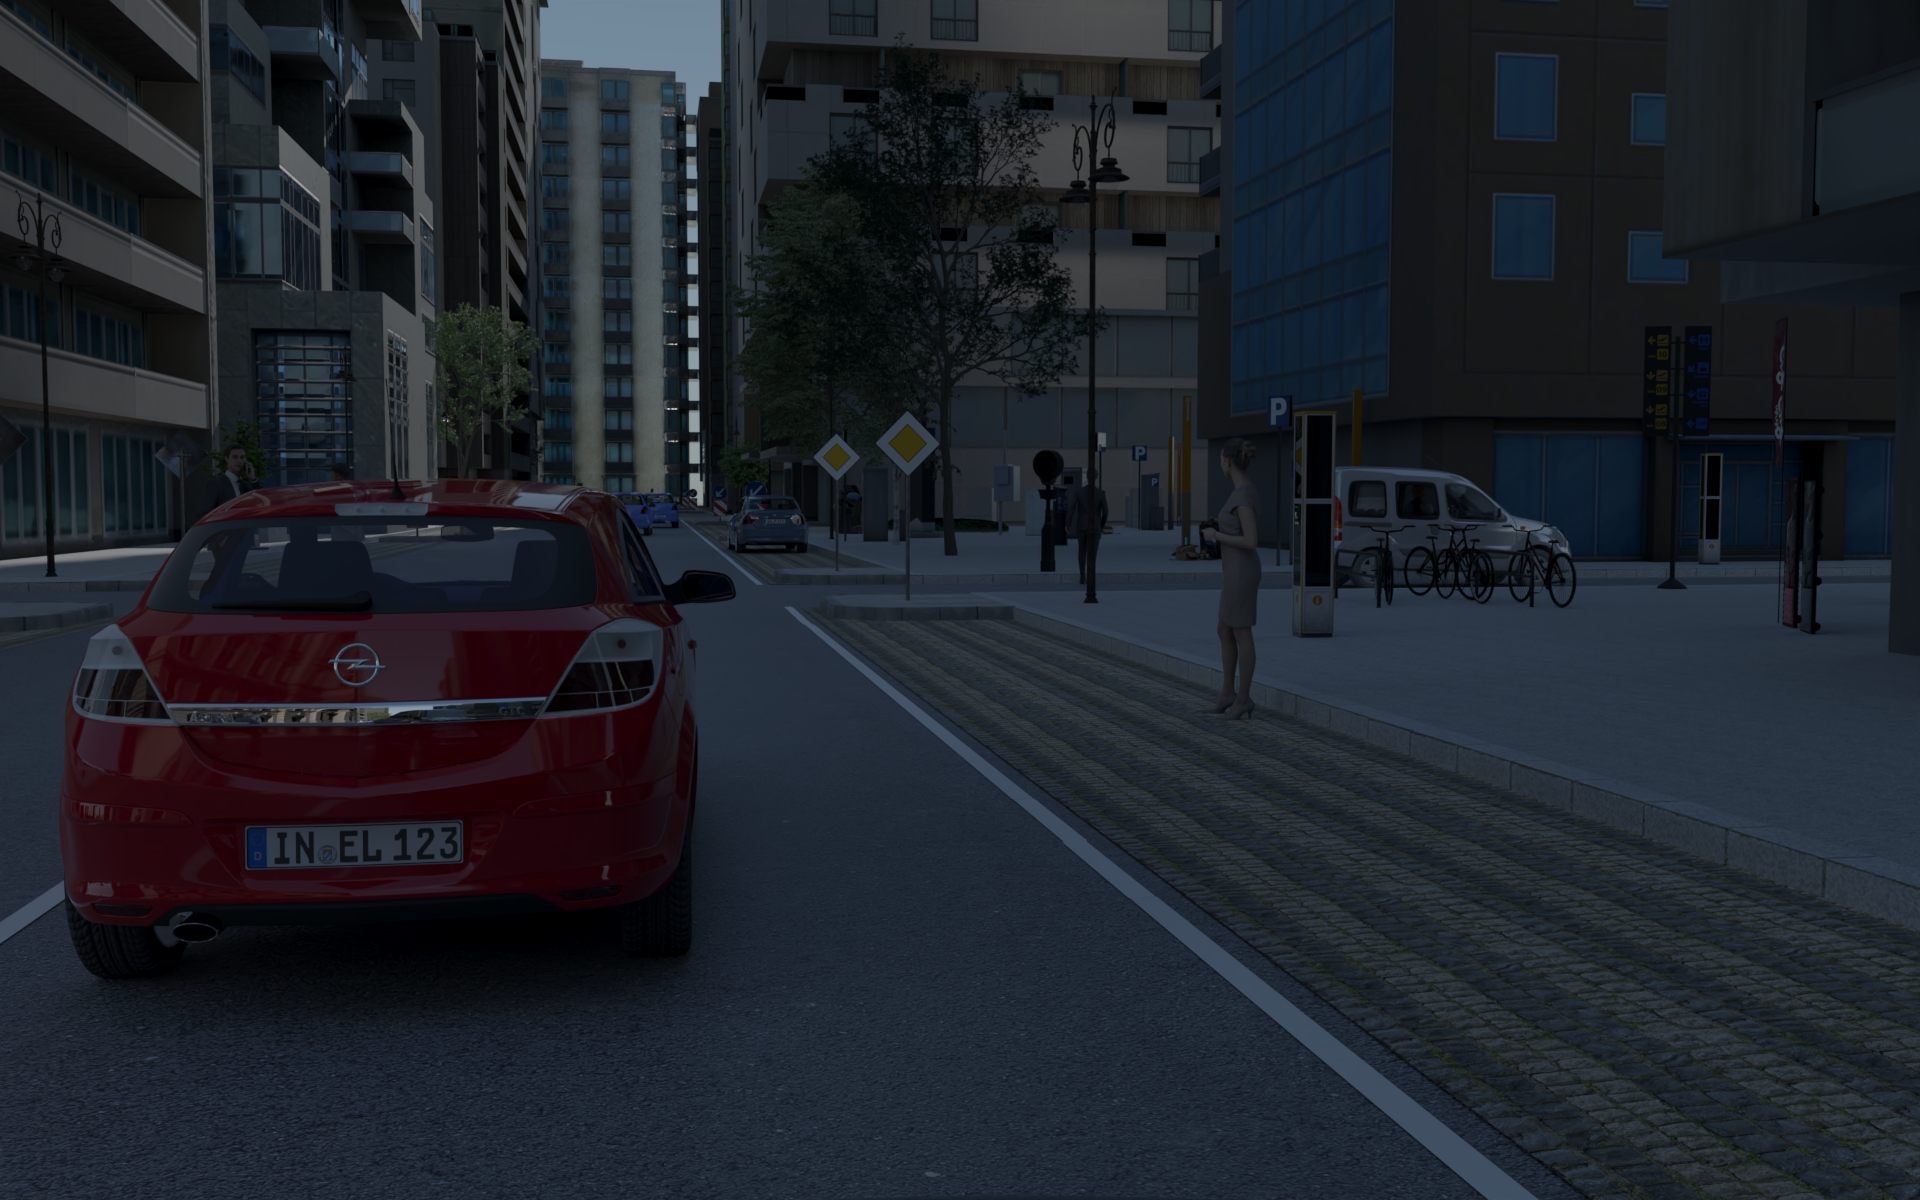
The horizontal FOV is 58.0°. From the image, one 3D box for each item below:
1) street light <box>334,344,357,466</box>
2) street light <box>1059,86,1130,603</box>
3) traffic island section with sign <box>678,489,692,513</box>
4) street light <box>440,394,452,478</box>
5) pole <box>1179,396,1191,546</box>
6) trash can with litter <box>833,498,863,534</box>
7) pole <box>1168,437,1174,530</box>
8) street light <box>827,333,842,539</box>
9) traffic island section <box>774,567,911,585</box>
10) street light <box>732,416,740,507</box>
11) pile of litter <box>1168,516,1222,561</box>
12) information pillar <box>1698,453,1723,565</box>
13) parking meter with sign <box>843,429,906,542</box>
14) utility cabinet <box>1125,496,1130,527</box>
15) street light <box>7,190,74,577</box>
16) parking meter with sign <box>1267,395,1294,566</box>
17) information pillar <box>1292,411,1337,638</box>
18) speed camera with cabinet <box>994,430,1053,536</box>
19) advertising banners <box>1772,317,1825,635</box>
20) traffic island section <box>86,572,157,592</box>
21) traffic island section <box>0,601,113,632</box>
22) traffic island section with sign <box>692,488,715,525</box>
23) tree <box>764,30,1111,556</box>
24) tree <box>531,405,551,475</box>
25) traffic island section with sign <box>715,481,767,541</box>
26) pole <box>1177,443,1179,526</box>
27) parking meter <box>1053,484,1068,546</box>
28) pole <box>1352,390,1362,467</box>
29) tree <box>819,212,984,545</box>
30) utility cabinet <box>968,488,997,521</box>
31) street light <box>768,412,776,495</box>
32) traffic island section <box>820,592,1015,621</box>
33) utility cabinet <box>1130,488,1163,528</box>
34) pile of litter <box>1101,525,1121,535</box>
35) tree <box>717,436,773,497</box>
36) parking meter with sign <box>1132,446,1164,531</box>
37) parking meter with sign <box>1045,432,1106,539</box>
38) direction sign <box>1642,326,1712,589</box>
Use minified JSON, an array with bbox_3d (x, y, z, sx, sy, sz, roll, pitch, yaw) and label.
[{"bbox_3d":[-18.899,-4.931,53.413,0.468,5.910,1.993,-1,4,-10],"label":"street light"},{"bbox_3d":[1.542,-2.901,20.212,0.468,5.910,1.993,-1,4,-10],"label":"street light"},{"bbox_3d":[-19.999,-7.358,128.933,1.989,1.847,2.006,-1,4,-10],"label":"traffic island section with sign"},{"bbox_3d":[-23.710,-6.563,80.093,0.468,5.910,1.993,-1,4,-10],"label":"street light"},{"bbox_3d":[4.705,-2.577,35.979,0.158,3.312,0.155,0,3,0],"label":"pole"},{"bbox_3d":[-3.543,-2.706,55.628,1.055,1.170,0.624,-3,5,-44],"label":"trash can with litter"},{"bbox_3d":[7.519,-4.150,61.694,0.158,3.312,0.155,0,3,0],"label":"pole"},{"bbox_3d":[-3.628,-4.650,48.817,0.468,5.910,1.993,-1,4,-10],"label":"street light"},{"bbox_3d":[-2.020,-0.397,28.772,2.009,0.180,2.903,-1,4,-10],"label":"traffic island section"},{"bbox_3d":[-13.226,-7.942,102.642,0.468,5.910,1.993,-1,4,-10],"label":"street light"},{"bbox_3d":[4.653,-1.223,33.968,1.719,0.858,1.176,-3,5,-42],"label":"pile of litter"},{"bbox_3d":[13.631,-1.649,31.461,0.304,2.012,0.304,0,4,8],"label":"information pillar"},{"bbox_3d":[-2.283,-3.096,46.881,1.738,3.016,0.543,0,4,-7],"label":"parking meter with sign"},{"bbox_3d":[6.885,-3.394,66.652,1.020,1.237,0.306,-1,4,-14],"label":"utility cabinet"},{"bbox_3d":[-14.117,-3.299,26.729,0.468,5.910,1.993,-1,4,-10],"label":"street light"},{"bbox_3d":[6.359,-2.140,31.242,1.738,3.016,0.543,-2,4,-34],"label":"parking meter with sign"},{"bbox_3d":[3.176,-0.676,15.548,0.304,2.012,0.304,0,4,-5],"label":"information pillar"},{"bbox_3d":[2.087,-3.620,53.528,2.038,3.252,0.660,2,4,24],"label":"speed camera with cabinet"},{"bbox_3d":[8.019,-1.251,16.635,0.090,3.025,2.074,1,4,14],"label":"advertising banners"},{"bbox_3d":[-12.102,-0.287,26.975,2.009,0.180,2.903,-1,4,-10],"label":"traffic island section"},{"bbox_3d":[-10.692,0.194,19.115,2.009,0.180,2.903,-1,4,-10],"label":"traffic island section"},{"bbox_3d":[-11.223,-4.368,80.038,1.989,1.847,2.006,-1,4,-10],"label":"traffic island section with sign"},{"bbox_3d":[-0.528,-6.200,35.781,7.601,10.594,8.767,-1,4,-12],"label":"tree"},{"bbox_3d":[-35.494,-11.643,140.725,4.360,8.622,3.978,0,3,0],"label":"tree"},{"bbox_3d":[-6.421,-2.732,53.302,1.989,1.847,2.006,-1,4,-10],"label":"traffic island section with sign"},{"bbox_3d":[8.767,-4.611,69.234,0.158,3.312,0.155,0,3,0],"label":"pole"},{"bbox_3d":[2.498,-2.125,43.162,0.372,1.533,0.369,0,3,0],"label":"parking meter"},{"bbox_3d":[7.786,-2.458,34.027,0.158,3.312,0.155,0,3,0],"label":"pole"},{"bbox_3d":[-1.554,-5.678,43.191,4.360,8.622,3.978,0,3,0],"label":"tree"},{"bbox_3d":[0.829,-3.421,64.618,1.173,1.500,0.318,3,5,40],"label":"utility cabinet"},{"bbox_3d":[-8.345,-6.311,75.975,0.468,5.910,1.993,-1,4,-10],"label":"street light"},{"bbox_3d":[-0.610,0.084,20.912,2.009,0.180,2.903,-1,4,-10],"label":"traffic island section"},{"bbox_3d":[6.962,-3.430,64.756,1.173,1.500,0.318,-1,4,-11],"label":"utility cabinet"},{"bbox_3d":[4.384,-2.522,55.204,1.719,0.858,1.176,-1,4,-20],"label":"pile of litter"},{"bbox_3d":[-12.187,-7.032,98.692,4.285,4.588,4.351,0,3,0],"label":"tree"},{"bbox_3d":[6.739,-3.991,61.517,0.543,3.016,1.738,-1,4,-20],"label":"parking meter with sign"},{"bbox_3d":[3.265,-3.260,49.562,1.738,3.016,0.543,2,4,30],"label":"parking meter with sign"},{"bbox_3d":[9.668,-1.921,23.413,0.876,3.537,0.379,0,4,3],"label":"direction sign"}]
